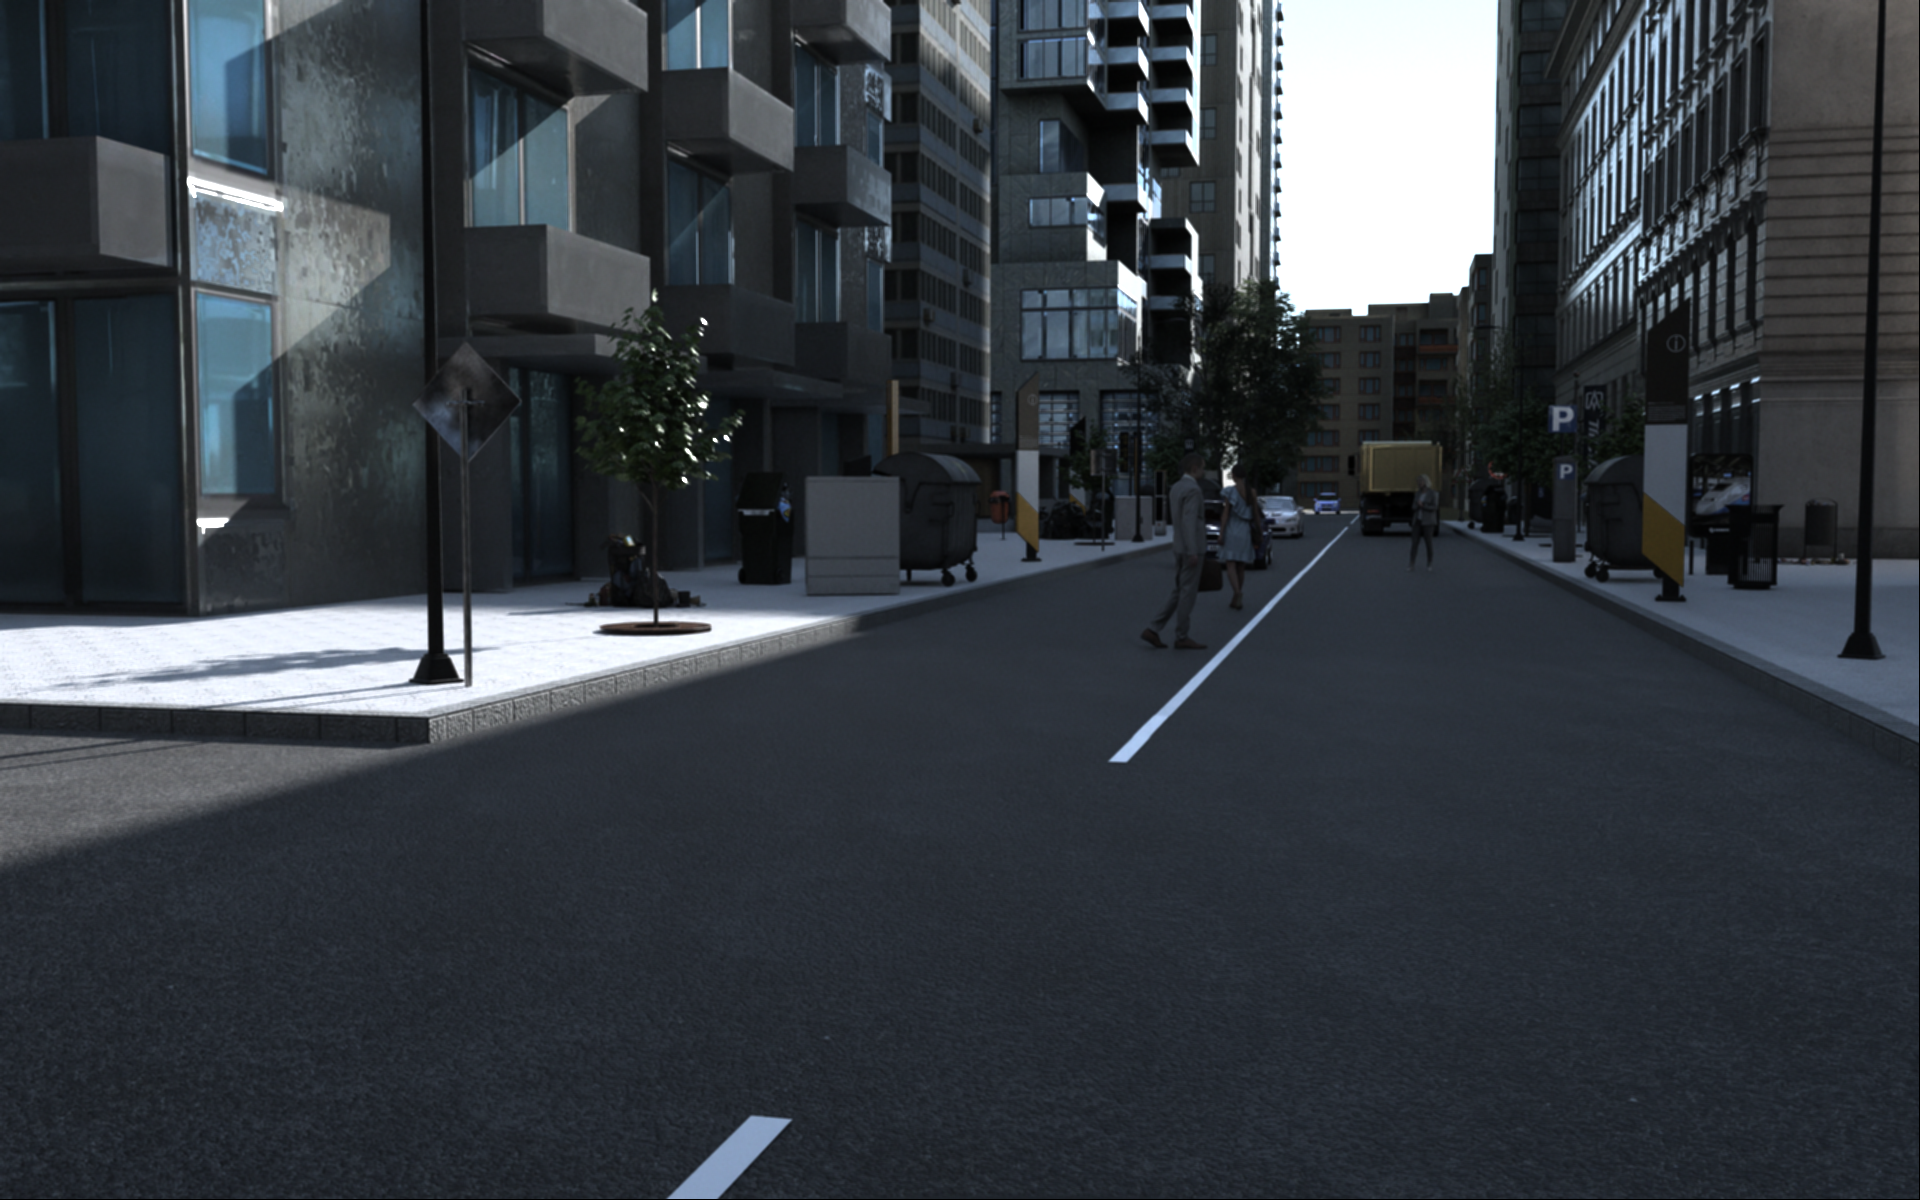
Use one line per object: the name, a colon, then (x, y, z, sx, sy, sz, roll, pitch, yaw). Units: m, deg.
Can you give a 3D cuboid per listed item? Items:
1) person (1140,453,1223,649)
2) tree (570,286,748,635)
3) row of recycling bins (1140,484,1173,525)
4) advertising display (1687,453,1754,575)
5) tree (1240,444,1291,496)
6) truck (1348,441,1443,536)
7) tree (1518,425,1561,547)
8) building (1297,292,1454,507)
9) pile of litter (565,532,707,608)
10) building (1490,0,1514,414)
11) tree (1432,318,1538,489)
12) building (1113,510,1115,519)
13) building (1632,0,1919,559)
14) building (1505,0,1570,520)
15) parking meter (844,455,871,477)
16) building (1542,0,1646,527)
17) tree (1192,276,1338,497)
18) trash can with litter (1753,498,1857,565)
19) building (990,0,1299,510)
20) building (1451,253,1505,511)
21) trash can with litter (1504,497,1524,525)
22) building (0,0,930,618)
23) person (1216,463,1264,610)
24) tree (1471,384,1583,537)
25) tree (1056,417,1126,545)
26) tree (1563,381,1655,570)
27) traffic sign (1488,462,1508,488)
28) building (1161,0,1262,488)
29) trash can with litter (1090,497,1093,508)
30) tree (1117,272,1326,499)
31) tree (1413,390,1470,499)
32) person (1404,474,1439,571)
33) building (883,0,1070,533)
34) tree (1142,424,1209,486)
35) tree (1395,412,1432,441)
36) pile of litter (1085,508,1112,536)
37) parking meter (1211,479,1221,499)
person: (2.118, -0.454, 16.038, 0.853, 1.813, 0.709, -1, 4, -15)
tree: (-2.739, -1.321, 16.202, 1.663, 3.219, 1.824, 0, 3, 0)
row of recycling bins: (8.730, -3.998, 72.474, 3.534, 1.692, 1.069, -3, 5, -45)
advertising display: (12.054, -1.361, 27.473, 0.974, 1.923, 0.123, 0, 4, 2)
tree: (18.332, -7.420, 105.037, 4.285, 4.588, 4.351, 0, 3, 0)
truck: (15.771, -4.068, 62.438, 3.469, 3.379, 9.791, 1, 4, 12)
tree: (14.745, -2.908, 42.148, 1.663, 3.219, 1.824, 0, 3, 0)
building: (50.264, -20.416, 178.840, 28.899, 21.520, 27.650, 1, 4, 14)
pile of litter: (-3.739, -0.367, 19.966, 1.719, 0.858, 1.176, 3, 4, 37)
building: (47.878, -31.671, 107.061, 28.713, 52.752, 27.495, 1, 4, 14)
tree: (22.434, -7.525, 73.402, 4.737, 8.622, 4.395, 0, 3, 0)
building: (3.664, -48.227, 101.187, 22.319, 86.520, 31.000, 1, 4, 14)
building: (22.545, -11.771, 41.603, 9.793, 20.994, 18.267, 1, 4, 14)
building: (35.555, -19.428, 89.356, 14.160, 30.474, 14.107, 1, 4, 14)
parking meter: (-1.538, -1.231, 25.833, 0.399, 1.863, 0.255, -2, 4, -25)
building: (31.280, -14.137, 64.431, 16.112, 22.955, 30.059, 1, 4, 14)
tree: (15.913, -10.544, 90.514, 7.486, 12.596, 7.792, 0, 3, 0)
trash can with litter: (15.403, -1.274, 31.892, 2.233, 1.210, 1.678, 1, 4, 20)
building: (20.734, -53.179, 182.154, 31.000, 86.520, 22.319, 1, 4, 14)
building: (53.780, -17.770, 135.586, 27.650, 21.520, 28.899, 1, 4, 14)
trash can with litter: (22.728, -3.678, 71.518, 1.055, 1.170, 0.624, -2, 4, -31)
building: (-14.174, -25.167, 31.085, 23.786, 49.044, 30.456, 1, 4, 14)
person: (3.495, -0.791, 21.532, 0.616, 1.811, 0.778, 0, 4, -3)
tree: (17.159, -4.178, 52.019, 4.285, 4.588, 4.351, 0, 3, 0)
tree: (3.404, -3.012, 43.843, 1.663, 3.219, 1.824, 0, 3, 0)
tree: (11.502, -2.152, 29.791, 1.663, 3.219, 1.824, 0, 3, 0)
traffic sign: (18.354, -3.598, 58.934, 0.768, 2.556, 0.104, 1, 4, 20)
building: (11.090, -33.985, 144.894, 27.495, 52.752, 28.713, 1, 4, 14)
trash can with litter: (6.390, -4.182, 79.768, 0.624, 1.170, 1.055, -1, 4, -22)
tree: (10.915, -8.416, 72.018, 8.767, 10.594, 7.601, 0, 4, -1)
tree: (33.995, -10.554, 122.916, 4.360, 8.622, 3.978, 0, 3, 0)
person: (8.656, -1.447, 32.349, 0.526, 1.800, 0.537, -3, 4, -37)
building: (-12.060, -22.944, 67.017, 32.217, 40.220, 23.993, 1, 4, 14)
tree: (10.127, -5.947, 80.950, 4.285, 4.588, 4.351, 0, 3, 0)
tree: (40.225, -12.250, 150.653, 4.737, 8.622, 4.395, 0, 3, 0)
pile of litter: (3.829, -2.419, 53.510, 1.719, 0.858, 1.176, 3, 5, 42)
parking meter: (9.776, -3.711, 66.379, 0.255, 1.863, 0.399, -3, 4, -36)
